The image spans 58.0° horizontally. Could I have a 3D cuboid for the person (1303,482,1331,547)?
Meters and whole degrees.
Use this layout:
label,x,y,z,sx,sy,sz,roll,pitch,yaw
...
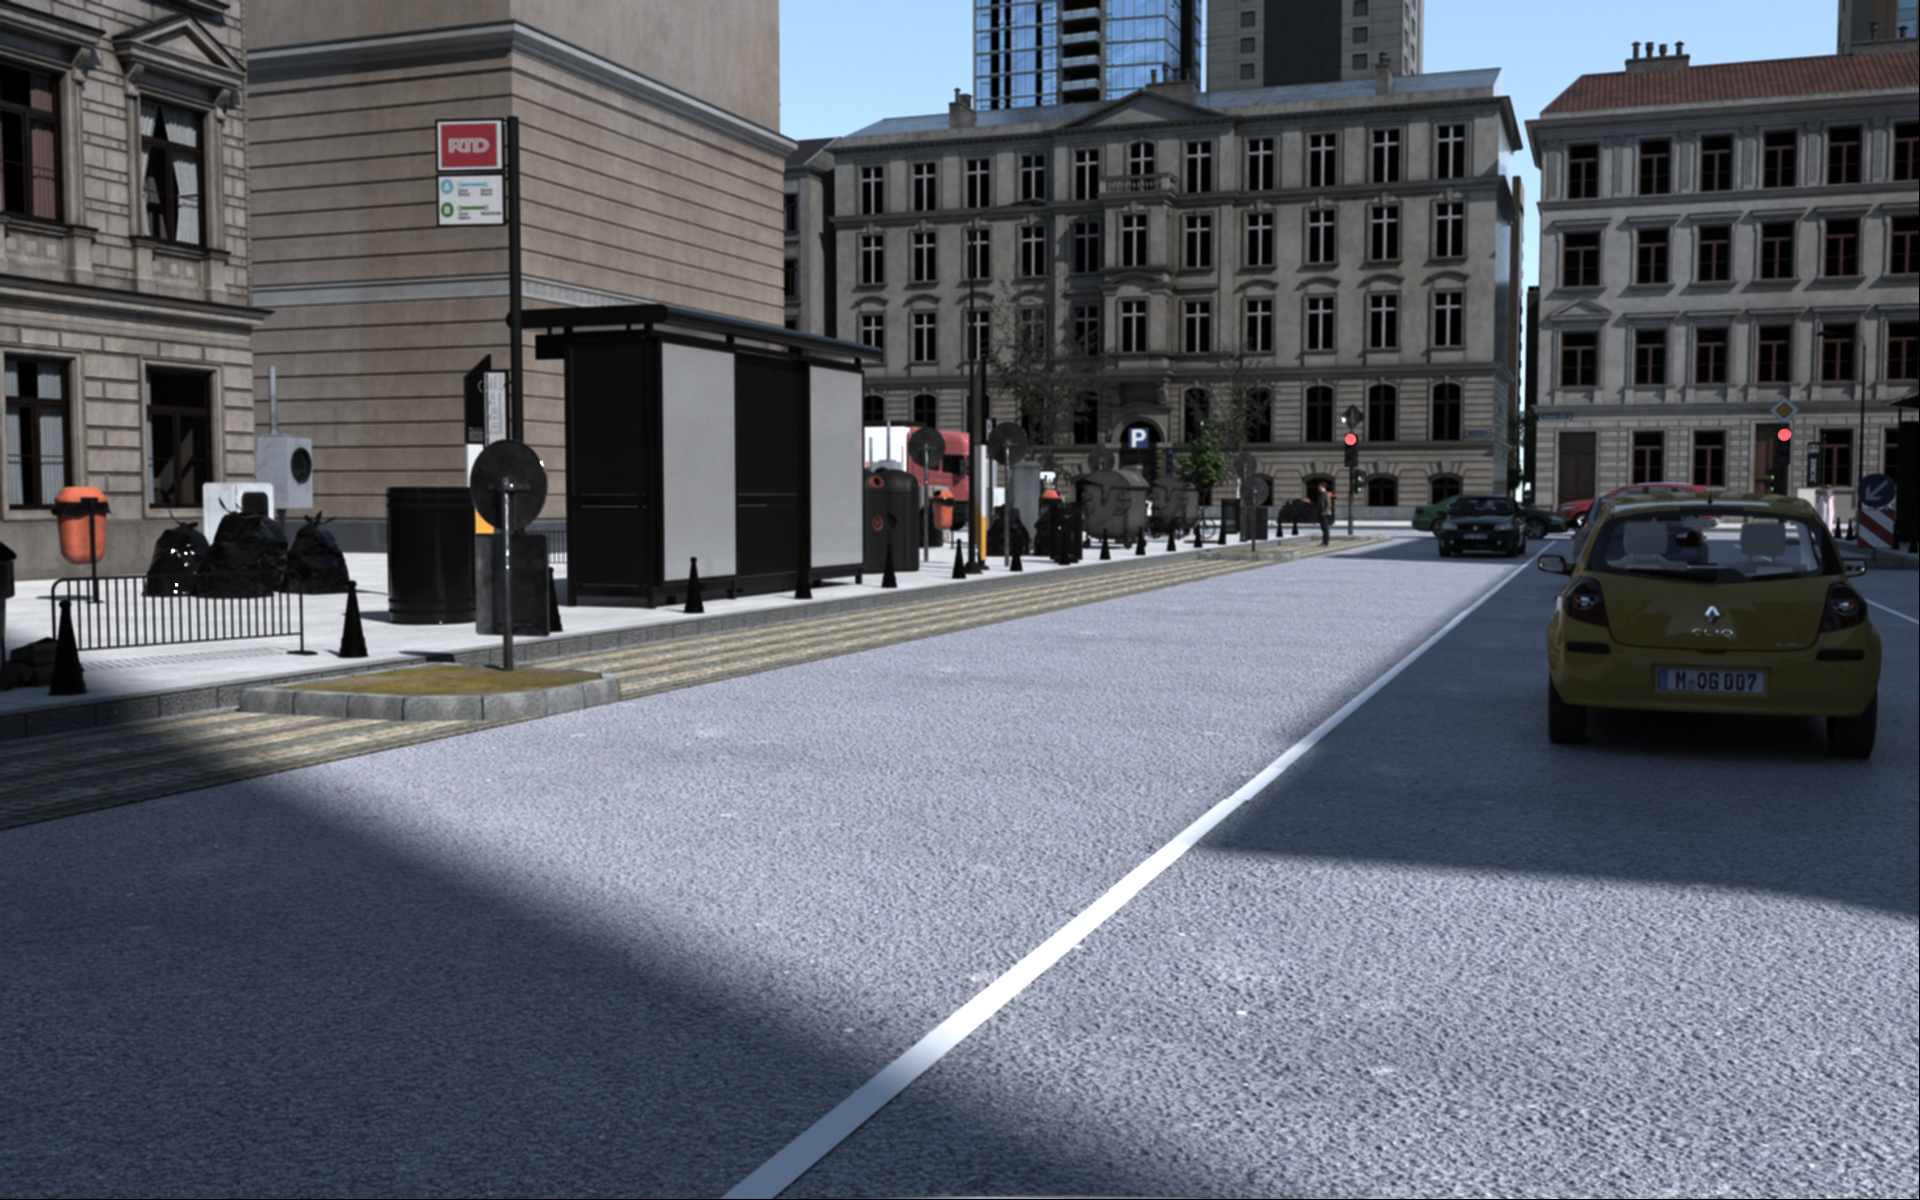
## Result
label,x,y,z,sx,sy,sz,roll,pitch,yaw
person,9.704,-2.324,47.035,0.750,1.759,0.617,1,4,11

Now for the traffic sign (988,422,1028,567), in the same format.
label,x,y,z,sx,sy,sz,roll,pitch,yaw
traffic sign,0.830,-1.863,30.568,0.768,2.556,0.104,2,4,24

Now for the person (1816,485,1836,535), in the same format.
label,x,y,z,sx,sy,sz,roll,pitch,yaw
person,28.471,-2.921,56.922,0.551,1.740,0.621,0,4,7

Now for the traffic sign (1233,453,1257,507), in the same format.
label,x,y,z,sx,sy,sz,roll,pitch,yaw
traffic sign,8.749,-3.252,53.275,0.768,2.556,0.104,2,4,28

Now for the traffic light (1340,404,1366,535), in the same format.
label,x,y,z,sx,sy,sz,roll,pitch,yaw
traffic light,12.274,-3.995,54.244,0.839,4.253,0.868,1,4,21

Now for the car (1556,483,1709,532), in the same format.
label,x,y,z,sx,sy,sz,roll,pitch,yaw
car,22.991,-3.067,58.814,5.304,1.827,2.281,1,4,19

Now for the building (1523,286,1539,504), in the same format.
label,x,y,z,sx,sy,sz,roll,pitch,yaw
building,84.102,-28.343,235.107,14.107,30.474,14.160,1,4,21

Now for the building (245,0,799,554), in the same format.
label,x,y,z,sx,sy,sz,roll,pitch,yaw
building,-16.024,-15.838,44.863,20.117,28.700,13.634,1,4,21

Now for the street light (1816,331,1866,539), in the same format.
label,x,y,z,sx,sy,sz,roll,pitch,yaw
street light,25.130,-4.702,49.421,1.470,5.913,1.316,1,4,21

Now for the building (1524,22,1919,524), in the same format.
label,x,y,z,sx,sy,sz,roll,pitch,yaw
building,37.355,-14.922,80.133,21.152,22.565,11.583,1,4,21

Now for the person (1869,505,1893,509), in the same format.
label,x,y,z,sx,sy,sz,roll,pitch,yaw
person,28.787,-2.782,54.268,0.678,1.792,0.850,-3,4,-36

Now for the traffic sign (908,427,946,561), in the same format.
label,x,y,z,sx,sy,sz,roll,pitch,yaw
traffic sign,-0.647,-2.010,32.977,0.768,2.556,0.104,1,4,22

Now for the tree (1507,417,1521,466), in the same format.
label,x,y,z,sx,sy,sz,roll,pitch,yaw
tree,47.780,-12.473,154.291,4.360,8.622,3.978,0,3,0

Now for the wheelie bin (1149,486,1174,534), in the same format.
label,x,y,z,sx,sy,sz,roll,pitch,yaw
wheelie bin,6.627,-2.960,56.297,0.980,1.594,0.693,0,4,0

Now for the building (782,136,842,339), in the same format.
label,x,y,z,sx,sy,sz,roll,pitch,yaw
building,-14.594,-15.295,99.232,18.267,20.994,9.793,1,4,21

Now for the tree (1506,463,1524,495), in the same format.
label,x,y,z,sx,sy,sz,roll,pitch,yaw
tree,56.688,-11.960,179.255,4.285,4.588,4.351,0,3,0

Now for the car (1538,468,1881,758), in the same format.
label,x,y,z,sx,sy,sz,roll,pitch,yaw
car,4.705,-0.049,11.021,2.015,1.641,3.980,1,4,21

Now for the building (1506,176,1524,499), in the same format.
label,x,y,z,sx,sy,sz,roll,pitch,yaw
building,69.885,-36.030,239.194,14.200,45.320,14.600,1,4,21

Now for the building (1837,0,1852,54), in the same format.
label,x,y,z,sx,sy,sz,roll,pitch,yaw
building,92.890,-34.419,151.997,28.713,52.752,27.495,1,4,21

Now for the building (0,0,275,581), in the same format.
label,x,y,z,sx,sy,sz,roll,pitch,yaw
building,-19.657,-9.677,22.845,10.561,19.102,19.286,1,4,21

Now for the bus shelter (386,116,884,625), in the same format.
label,x,y,z,sx,sy,sz,roll,pitch,yaw
bus shelter,-3.654,-2.642,20.822,2.179,5.291,8.768,1,4,21

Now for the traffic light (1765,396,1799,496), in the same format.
label,x,y,z,sx,sy,sz,roll,pitch,yaw
traffic light,23.708,-3.734,49.965,0.839,4.253,0.868,1,4,21

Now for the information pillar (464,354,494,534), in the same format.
label,x,y,z,sx,sy,sz,roll,pitch,yaw
information pillar,-7.987,-2.290,28.804,0.183,3.616,0.504,3,5,43

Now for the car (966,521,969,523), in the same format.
label,x,y,z,sx,sy,sz,roll,pitch,yaw
car,-1.720,-3.735,72.864,4.920,1.459,2.131,1,4,19

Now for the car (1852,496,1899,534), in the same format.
label,x,y,z,sx,sy,sz,roll,pitch,yaw
car,31.250,-2.675,55.731,4.499,1.417,2.014,1,4,20

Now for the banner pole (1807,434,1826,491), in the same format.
label,x,y,z,sx,sy,sz,roll,pitch,yaw
banner pole,36.118,-5.075,72.986,0.863,3.779,0.401,3,4,36

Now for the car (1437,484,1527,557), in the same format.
label,x,y,z,sx,sy,sz,roll,pitch,yaw
car,12.274,-1.883,40.582,2.009,1.686,4.222,1,4,22

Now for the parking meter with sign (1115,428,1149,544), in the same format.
label,x,y,z,sx,sy,sz,roll,pitch,yaw
parking meter with sign,4.431,-2.976,44.911,0.543,3.016,1.738,1,4,20

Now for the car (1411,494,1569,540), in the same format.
label,x,y,z,sx,sy,sz,roll,pitch,yaw
car,17.114,-2.700,55.948,4.920,1.459,2.131,1,4,22

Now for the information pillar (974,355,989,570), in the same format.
label,x,y,z,sx,sy,sz,roll,pitch,yaw
information pillar,0.337,-2.327,29.403,0.183,3.616,0.504,-1,4,-17

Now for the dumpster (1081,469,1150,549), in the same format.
label,x,y,z,sx,sy,sz,roll,pitch,yaw
dumpster,3.670,-2.156,41.012,1.264,1.857,1.865,1,4,21

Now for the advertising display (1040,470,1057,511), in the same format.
label,x,y,z,sx,sy,sz,roll,pitch,yaw
advertising display,2.180,-2.525,46.501,0.974,1.923,0.123,-2,4,-35

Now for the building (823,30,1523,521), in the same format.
label,x,y,z,sx,sy,sz,roll,pitch,yaw
building,10.943,-16.645,91.228,34.723,24.649,14.460,1,4,21

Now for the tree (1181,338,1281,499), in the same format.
label,x,y,z,sx,sy,sz,roll,pitch,yaw
tree,12.736,-7.973,80.719,4.360,8.622,3.978,0,3,0

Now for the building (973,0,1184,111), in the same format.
label,x,y,z,sx,sy,sz,roll,pitch,yaw
building,14.752,-54.165,198.266,31.000,86.520,22.319,1,4,21

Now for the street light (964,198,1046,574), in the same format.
label,x,y,z,sx,sy,sz,roll,pitch,yaw
street light,0.692,-3.363,27.524,1.470,5.913,1.316,1,4,21

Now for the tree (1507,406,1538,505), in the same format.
label,x,y,z,sx,sy,sz,roll,pitch,yaw
tree,66.087,-16.949,202.875,9.928,11.665,9.643,0,3,0

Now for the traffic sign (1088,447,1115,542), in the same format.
label,x,y,z,sx,sy,sz,roll,pitch,yaw
traffic sign,3.769,-2.835,46.453,0.768,2.556,0.104,2,4,24

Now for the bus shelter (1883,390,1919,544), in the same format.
label,x,y,z,sx,sy,sz,roll,pitch,yaw
bus shelter,23.423,-3.066,41.407,1.731,3.624,6.357,1,4,21

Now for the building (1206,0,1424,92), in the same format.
label,x,y,z,sx,sy,sz,roll,pitch,yaw
building,39.360,-46.032,190.872,20.611,71.187,20.563,1,4,21

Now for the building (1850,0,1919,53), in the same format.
label,x,y,z,sx,sy,sz,roll,pitch,yaw
building,77.272,-29.625,134.483,14.600,45.320,14.200,1,4,21

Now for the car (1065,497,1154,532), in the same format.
label,x,y,z,sx,sy,sz,roll,pitch,yaw
car,5.870,-3.110,63.207,4.827,1.381,2.083,1,4,22

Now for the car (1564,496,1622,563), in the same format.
label,x,y,z,sx,sy,sz,roll,pitch,yaw
car,9.951,-0.824,25.481,2.014,1.417,4.499,1,4,19

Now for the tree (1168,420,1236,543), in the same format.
label,x,y,z,sx,sy,sz,roll,pitch,yaw
tree,6.283,-3.119,45.590,1.663,3.219,1.824,0,3,0

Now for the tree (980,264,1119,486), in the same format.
label,x,y,z,sx,sy,sz,roll,pitch,yaw
tree,2.629,-6.448,55.782,4.360,8.622,3.978,0,3,0

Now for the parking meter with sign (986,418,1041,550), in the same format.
label,x,y,z,sx,sy,sz,roll,pitch,yaw
parking meter with sign,1.498,-2.674,39.987,1.738,3.016,0.543,-1,4,-16

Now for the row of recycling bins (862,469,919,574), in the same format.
label,x,y,z,sx,sy,sz,roll,pitch,yaw
row of recycling bins,-1.859,-1.258,27.675,1.069,1.692,3.534,2,4,32
